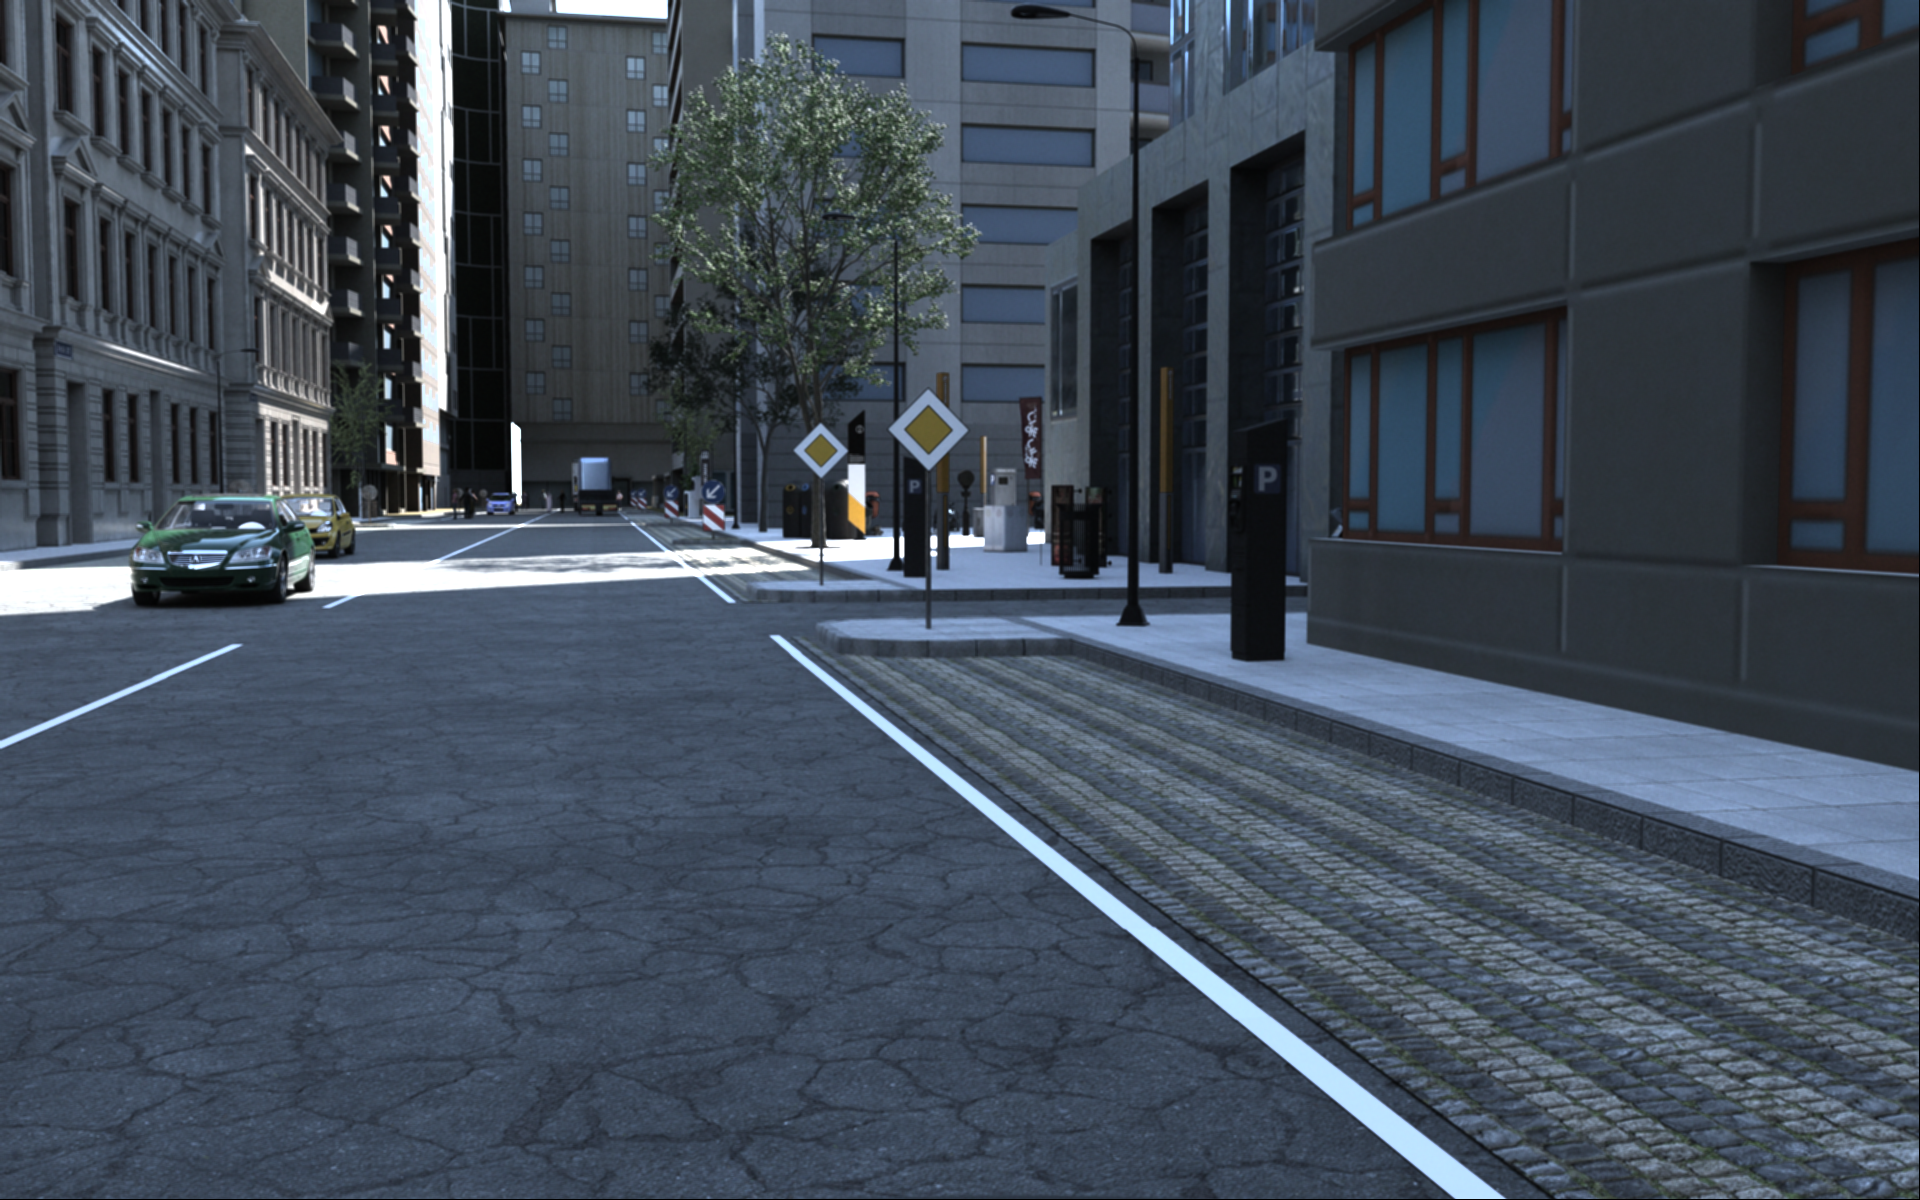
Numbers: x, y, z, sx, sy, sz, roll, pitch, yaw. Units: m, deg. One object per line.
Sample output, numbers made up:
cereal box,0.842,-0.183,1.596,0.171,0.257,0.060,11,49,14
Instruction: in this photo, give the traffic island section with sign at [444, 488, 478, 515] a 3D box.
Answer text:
traffic island section with sign,-35.074,-6.895,121.365,1.989,1.847,2.006,-1,4,-12

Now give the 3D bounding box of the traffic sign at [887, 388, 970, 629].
traffic sign,-0.303,-0.782,16.431,0.795,2.450,0.064,-1,4,-12

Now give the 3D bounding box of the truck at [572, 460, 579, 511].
truck,-31.676,-9.706,147.602,2.839,4.237,11.283,-1,4,-12

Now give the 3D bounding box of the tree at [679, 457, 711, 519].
tree,-13.861,-5.863,90.464,1.663,3.219,1.824,0,3,0

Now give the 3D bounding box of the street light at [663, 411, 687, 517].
street light,-15.991,-7.647,97.565,1.470,5.913,1.316,-1,4,-12

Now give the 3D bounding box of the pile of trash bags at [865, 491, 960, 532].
pile of trash bags,-1.663,-3.055,59.704,3.447,1.369,1.912,0,4,6

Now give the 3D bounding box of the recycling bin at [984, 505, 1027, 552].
recycling bin,1.012,-1.586,38.486,0.722,1.027,0.722,-3,5,-40

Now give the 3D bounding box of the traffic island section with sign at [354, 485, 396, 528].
traffic island section with sign,-24.969,-3.955,73.299,1.989,1.847,2.006,-1,4,-12

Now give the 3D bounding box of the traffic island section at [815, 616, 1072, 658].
traffic island section,-0.282,0.353,16.512,2.009,0.180,2.903,-1,4,-12

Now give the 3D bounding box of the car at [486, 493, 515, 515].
car,-31.901,-6.773,120.332,1.945,1.707,3.694,-1,4,-10

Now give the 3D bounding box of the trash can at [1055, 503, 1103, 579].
trash can,1.813,-0.898,26.343,0.748,1.137,0.748,0,3,0

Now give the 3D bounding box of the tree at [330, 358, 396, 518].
tree,-32.357,-8.696,92.535,4.737,8.622,4.395,0,3,0

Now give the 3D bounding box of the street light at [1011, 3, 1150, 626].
street light,1.165,-2.700,16.690,1.470,5.913,1.316,-1,4,-12

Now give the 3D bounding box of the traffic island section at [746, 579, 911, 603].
traffic island section,-1.925,-0.125,24.327,2.009,0.180,2.903,-1,4,-12

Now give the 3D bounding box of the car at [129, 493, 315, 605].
car,-10.101,-0.744,23.957,2.131,1.459,4.920,-1,4,-13

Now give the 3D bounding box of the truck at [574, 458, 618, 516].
truck,-25.645,-8.098,122.153,2.967,4.110,18.799,-1,4,-13

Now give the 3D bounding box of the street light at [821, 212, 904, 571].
street light,-1.594,-3.441,28.810,1.470,5.913,1.316,-1,4,-12

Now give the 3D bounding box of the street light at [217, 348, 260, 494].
street light,-23.013,-5.058,55.234,1.470,5.913,1.316,-1,4,-12

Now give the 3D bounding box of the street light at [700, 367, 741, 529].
street light,-8.786,-5.563,63.499,1.470,5.913,1.316,-1,4,-12

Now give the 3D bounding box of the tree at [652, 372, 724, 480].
tree,-16.044,-9.321,102.755,4.737,8.622,4.395,0,3,0

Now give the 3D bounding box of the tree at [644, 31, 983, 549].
tree,-3.504,-7.018,40.499,9.928,11.665,9.643,0,3,0

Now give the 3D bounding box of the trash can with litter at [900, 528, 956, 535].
trash can with litter,-1.145,-2.689,55.017,1.678,1.210,2.233,-1,4,-14

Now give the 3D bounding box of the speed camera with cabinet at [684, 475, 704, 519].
speed camera with cabinet,-13.501,-5.733,88.068,0.660,3.252,2.038,-2,4,-24

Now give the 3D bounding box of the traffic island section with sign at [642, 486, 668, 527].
traffic island section with sign,-12.857,-4.141,76.327,1.989,1.847,2.006,-1,4,-12

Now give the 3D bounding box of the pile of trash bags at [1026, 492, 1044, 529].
pile of trash bags,3.461,-3.320,64.034,1.912,1.369,3.447,-2,4,-29

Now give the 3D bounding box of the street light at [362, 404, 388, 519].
street light,-30.199,-7.148,89.412,1.470,5.913,1.316,-1,4,-12

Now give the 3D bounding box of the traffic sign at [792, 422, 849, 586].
traffic sign,-1.947,-1.260,24.245,0.795,2.450,0.064,-1,4,-12

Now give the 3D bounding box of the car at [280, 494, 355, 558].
car,-14.941,-1.798,39.624,2.015,1.641,3.980,-1,4,-12

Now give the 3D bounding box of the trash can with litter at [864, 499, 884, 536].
trash can with litter,-2.854,-2.554,53.150,0.624,1.170,1.055,2,4,35

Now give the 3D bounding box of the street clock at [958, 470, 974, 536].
street clock,0.181,-2.942,52.676,0.471,2.002,0.358,-1,4,-13

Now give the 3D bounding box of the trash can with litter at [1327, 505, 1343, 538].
trash can with litter,4.173,-0.366,17.371,0.624,1.170,1.055,-2,4,-27

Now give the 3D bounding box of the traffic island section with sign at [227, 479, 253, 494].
traffic island section with sign,-19.306,-2.309,46.382,1.989,1.847,2.006,-1,4,-12

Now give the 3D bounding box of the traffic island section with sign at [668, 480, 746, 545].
traffic island section with sign,-7.175,-2.486,49.278,1.989,1.847,2.006,-1,4,-12

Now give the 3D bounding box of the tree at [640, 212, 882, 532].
tree,-6.689,-7.551,57.873,8.767,10.594,7.601,0,4,1

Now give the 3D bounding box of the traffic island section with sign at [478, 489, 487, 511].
traffic island section with sign,-40.660,-8.522,147.956,1.989,1.847,2.006,-1,4,-12
